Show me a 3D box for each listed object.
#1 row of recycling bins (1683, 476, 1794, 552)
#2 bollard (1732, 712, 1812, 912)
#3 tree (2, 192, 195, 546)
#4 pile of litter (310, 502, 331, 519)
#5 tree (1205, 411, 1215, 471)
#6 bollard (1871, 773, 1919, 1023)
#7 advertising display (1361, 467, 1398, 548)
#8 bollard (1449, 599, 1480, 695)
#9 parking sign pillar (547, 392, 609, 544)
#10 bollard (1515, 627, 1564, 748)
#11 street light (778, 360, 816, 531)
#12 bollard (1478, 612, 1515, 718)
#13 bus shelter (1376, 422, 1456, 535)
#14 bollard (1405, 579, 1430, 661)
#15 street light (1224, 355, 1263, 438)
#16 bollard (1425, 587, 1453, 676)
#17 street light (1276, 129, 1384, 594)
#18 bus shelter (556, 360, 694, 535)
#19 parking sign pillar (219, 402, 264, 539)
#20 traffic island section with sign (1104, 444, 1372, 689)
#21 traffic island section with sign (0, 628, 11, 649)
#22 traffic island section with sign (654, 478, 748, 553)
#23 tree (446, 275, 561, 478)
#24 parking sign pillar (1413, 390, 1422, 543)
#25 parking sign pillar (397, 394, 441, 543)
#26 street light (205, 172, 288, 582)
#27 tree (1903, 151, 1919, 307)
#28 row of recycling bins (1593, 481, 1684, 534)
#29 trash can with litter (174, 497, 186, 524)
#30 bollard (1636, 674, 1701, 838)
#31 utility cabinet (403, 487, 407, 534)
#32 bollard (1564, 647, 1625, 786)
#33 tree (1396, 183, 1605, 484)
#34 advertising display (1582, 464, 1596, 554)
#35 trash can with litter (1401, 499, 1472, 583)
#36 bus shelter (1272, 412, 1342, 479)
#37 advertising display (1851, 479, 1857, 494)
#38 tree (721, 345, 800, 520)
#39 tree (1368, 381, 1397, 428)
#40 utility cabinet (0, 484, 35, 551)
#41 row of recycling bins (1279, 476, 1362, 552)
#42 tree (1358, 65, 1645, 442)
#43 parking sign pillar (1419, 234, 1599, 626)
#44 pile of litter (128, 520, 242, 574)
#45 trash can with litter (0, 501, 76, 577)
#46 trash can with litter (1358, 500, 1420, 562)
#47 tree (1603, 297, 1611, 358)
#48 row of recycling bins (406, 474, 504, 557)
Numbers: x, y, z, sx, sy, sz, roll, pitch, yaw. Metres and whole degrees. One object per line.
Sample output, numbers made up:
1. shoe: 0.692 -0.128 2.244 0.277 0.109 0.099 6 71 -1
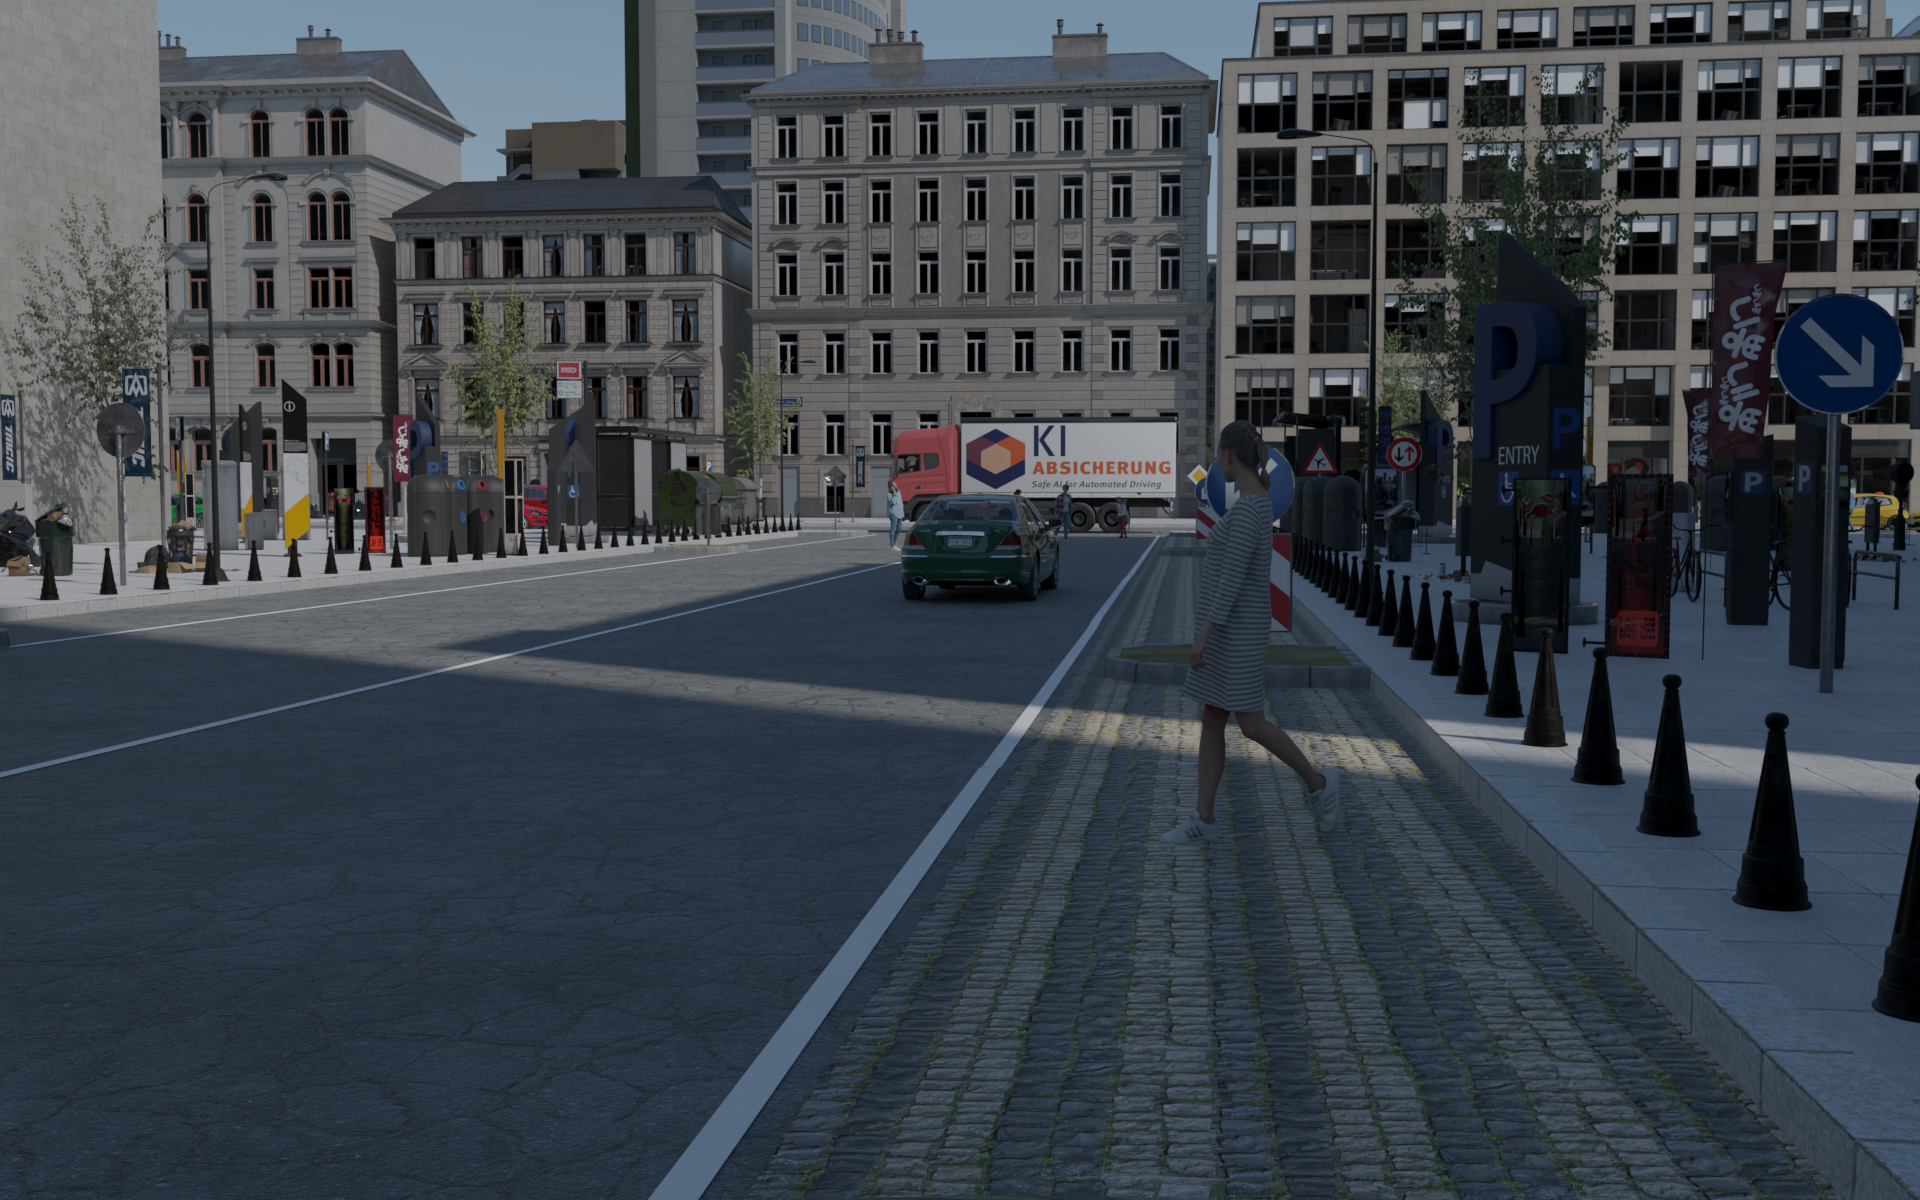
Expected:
1. row of recycling bins: 18.293 -1.981 39.507 3.534 1.692 1.069 -2 4 -25
2. bollard: 2.545 0.650 5.413 0.229 0.601 0.229 0 3 0
3. tree: -20.596 -5.611 42.107 4.360 8.622 3.978 0 3 0
4. pile of litter: -33.649 -4.677 90.439 1.719 0.858 1.176 2 4 32
5. tree: 22.940 -12.294 151.365 4.360 8.622 3.978 0 3 0
6. bollard: 2.387 0.720 4.273 0.229 0.601 0.229 0 3 0
7. advertising display: 10.043 -2.219 41.488 0.974 1.923 0.123 -1 4 -22
8. bollard: 3.302 0.300 11.143 0.229 0.601 0.229 0 3 0
9. parking sign pillar: -9.942 -3.479 45.356 1.447 3.967 1.447 0 4 4
10. bollard: 2.995 0.440 8.855 0.229 0.601 0.229 0 3 0
11. street light: -5.657 -5.354 60.081 1.470 5.913 1.316 0 4 8
12. bollard: 3.147 0.369 10.002 0.229 0.601 0.229 0 3 0
13. bus shelter: 13.262 -3.521 51.487 2.014 3.302 5.546 0 4 7
14. bollard: 3.603 0.160 13.424 0.229 0.601 0.229 0 3 0
15. street light: 9.532 -5.224 57.947 1.470 5.913 1.316 0 4 8
16. bollard: 3.452 0.230 12.284 0.229 0.601 0.229 0 3 0
17. street light: 4.723 -3.033 22.134 1.470 5.913 1.316 0 4 8
18. bus shelter: -10.695 -4.713 54.687 2.179 5.291 8.768 0 4 8
19. parking sign pillar: -20.734 -3.762 49.981 1.447 3.967 1.447 1 4 20
20. traffic island section with sign: 2.161 -0.312 13.728 1.989 1.847 2.006 0 4 8
21. traffic island section with sign: -9.898 -0.436 15.752 1.989 1.847 2.006 0 4 8
22. traffic island section with sign: -6.314 -2.088 42.774 1.989 1.847 2.006 0 4 8
23. tree: -15.600 -6.632 58.797 4.737 8.622 4.395 0 3 0
24. parking sign pillar: 12.468 -3.475 45.294 1.447 3.967 1.447 3 4 37
25. parking sign pillar: -14.225 -3.516 45.961 1.447 3.967 1.447 -3 4 -39
26. street light: -10.375 -3.220 25.182 1.470 5.913 1.316 0 4 8
27. tree: 18.169 -4.785 28.596 4.360 8.622 3.978 0 3 0
28. row of recycling bins: 21.834 -2.959 55.500 1.069 1.692 3.534 -2 4 -33
29. trash can with litter: -28.484 -3.209 63.858 1.055 1.170 0.624 3 4 37
30. bollard: 2.691 0.580 6.561 0.229 0.601 0.229 0 3 0
31. utility cabinet: -17.146 -2.850 55.278 1.173 1.500 0.318 -2 4 -26
32. bollard: 2.848 0.509 7.713 0.229 0.601 0.229 0 3 0
33. tree: 12.868 -5.590 41.753 4.360 8.622 3.978 0 3 0
34. advertising display: 13.178 -1.965 37.347 0.974 1.923 0.123 1 4 13
35. trash can with litter: 7.417 -0.909 25.925 1.678 1.210 2.233 1 4 18
36. bus shelter: 10.451 -3.732 52.304 1.731 3.624 6.357 0 4 7
37. advertising display: 38.304 -4.260 74.858 0.974 1.923 0.123 -1 4 -17
38. tree: -9.967 -8.306 86.165 4.737 8.622 4.395 0 3 0
39. tree: 21.622 -8.037 81.765 4.360 8.622 3.978 0 3 0
40. utility cabinet: -20.125 -1.697 36.421 1.173 1.500 0.318 0 4 4
41. row of recycling bins: 8.329 -2.028 40.271 1.069 1.692 3.534 -1 4 -10
42. tree: 9.511 -4.823 29.215 4.737 8.622 4.395 0 3 0
43. parking sign pillar: 5.708 -1.772 17.444 1.447 3.967 1.447 -1 4 -16
44. pile of litter: -12.748 -0.891 28.538 1.719 0.858 1.176 -1 4 -19
45. trash can with litter: -14.412 -0.959 27.075 1.055 1.170 0.624 -1 4 -18
46. trash can with litter: 8.122 -1.310 32.803 1.055 1.170 0.624 0 4 -8
47. tree: 17.026 -6.126 50.519 4.360 8.622 3.978 0 3 0
48. row of recycling bins: -10.685 -1.819 36.853 1.069 1.692 3.534 1 4 12
